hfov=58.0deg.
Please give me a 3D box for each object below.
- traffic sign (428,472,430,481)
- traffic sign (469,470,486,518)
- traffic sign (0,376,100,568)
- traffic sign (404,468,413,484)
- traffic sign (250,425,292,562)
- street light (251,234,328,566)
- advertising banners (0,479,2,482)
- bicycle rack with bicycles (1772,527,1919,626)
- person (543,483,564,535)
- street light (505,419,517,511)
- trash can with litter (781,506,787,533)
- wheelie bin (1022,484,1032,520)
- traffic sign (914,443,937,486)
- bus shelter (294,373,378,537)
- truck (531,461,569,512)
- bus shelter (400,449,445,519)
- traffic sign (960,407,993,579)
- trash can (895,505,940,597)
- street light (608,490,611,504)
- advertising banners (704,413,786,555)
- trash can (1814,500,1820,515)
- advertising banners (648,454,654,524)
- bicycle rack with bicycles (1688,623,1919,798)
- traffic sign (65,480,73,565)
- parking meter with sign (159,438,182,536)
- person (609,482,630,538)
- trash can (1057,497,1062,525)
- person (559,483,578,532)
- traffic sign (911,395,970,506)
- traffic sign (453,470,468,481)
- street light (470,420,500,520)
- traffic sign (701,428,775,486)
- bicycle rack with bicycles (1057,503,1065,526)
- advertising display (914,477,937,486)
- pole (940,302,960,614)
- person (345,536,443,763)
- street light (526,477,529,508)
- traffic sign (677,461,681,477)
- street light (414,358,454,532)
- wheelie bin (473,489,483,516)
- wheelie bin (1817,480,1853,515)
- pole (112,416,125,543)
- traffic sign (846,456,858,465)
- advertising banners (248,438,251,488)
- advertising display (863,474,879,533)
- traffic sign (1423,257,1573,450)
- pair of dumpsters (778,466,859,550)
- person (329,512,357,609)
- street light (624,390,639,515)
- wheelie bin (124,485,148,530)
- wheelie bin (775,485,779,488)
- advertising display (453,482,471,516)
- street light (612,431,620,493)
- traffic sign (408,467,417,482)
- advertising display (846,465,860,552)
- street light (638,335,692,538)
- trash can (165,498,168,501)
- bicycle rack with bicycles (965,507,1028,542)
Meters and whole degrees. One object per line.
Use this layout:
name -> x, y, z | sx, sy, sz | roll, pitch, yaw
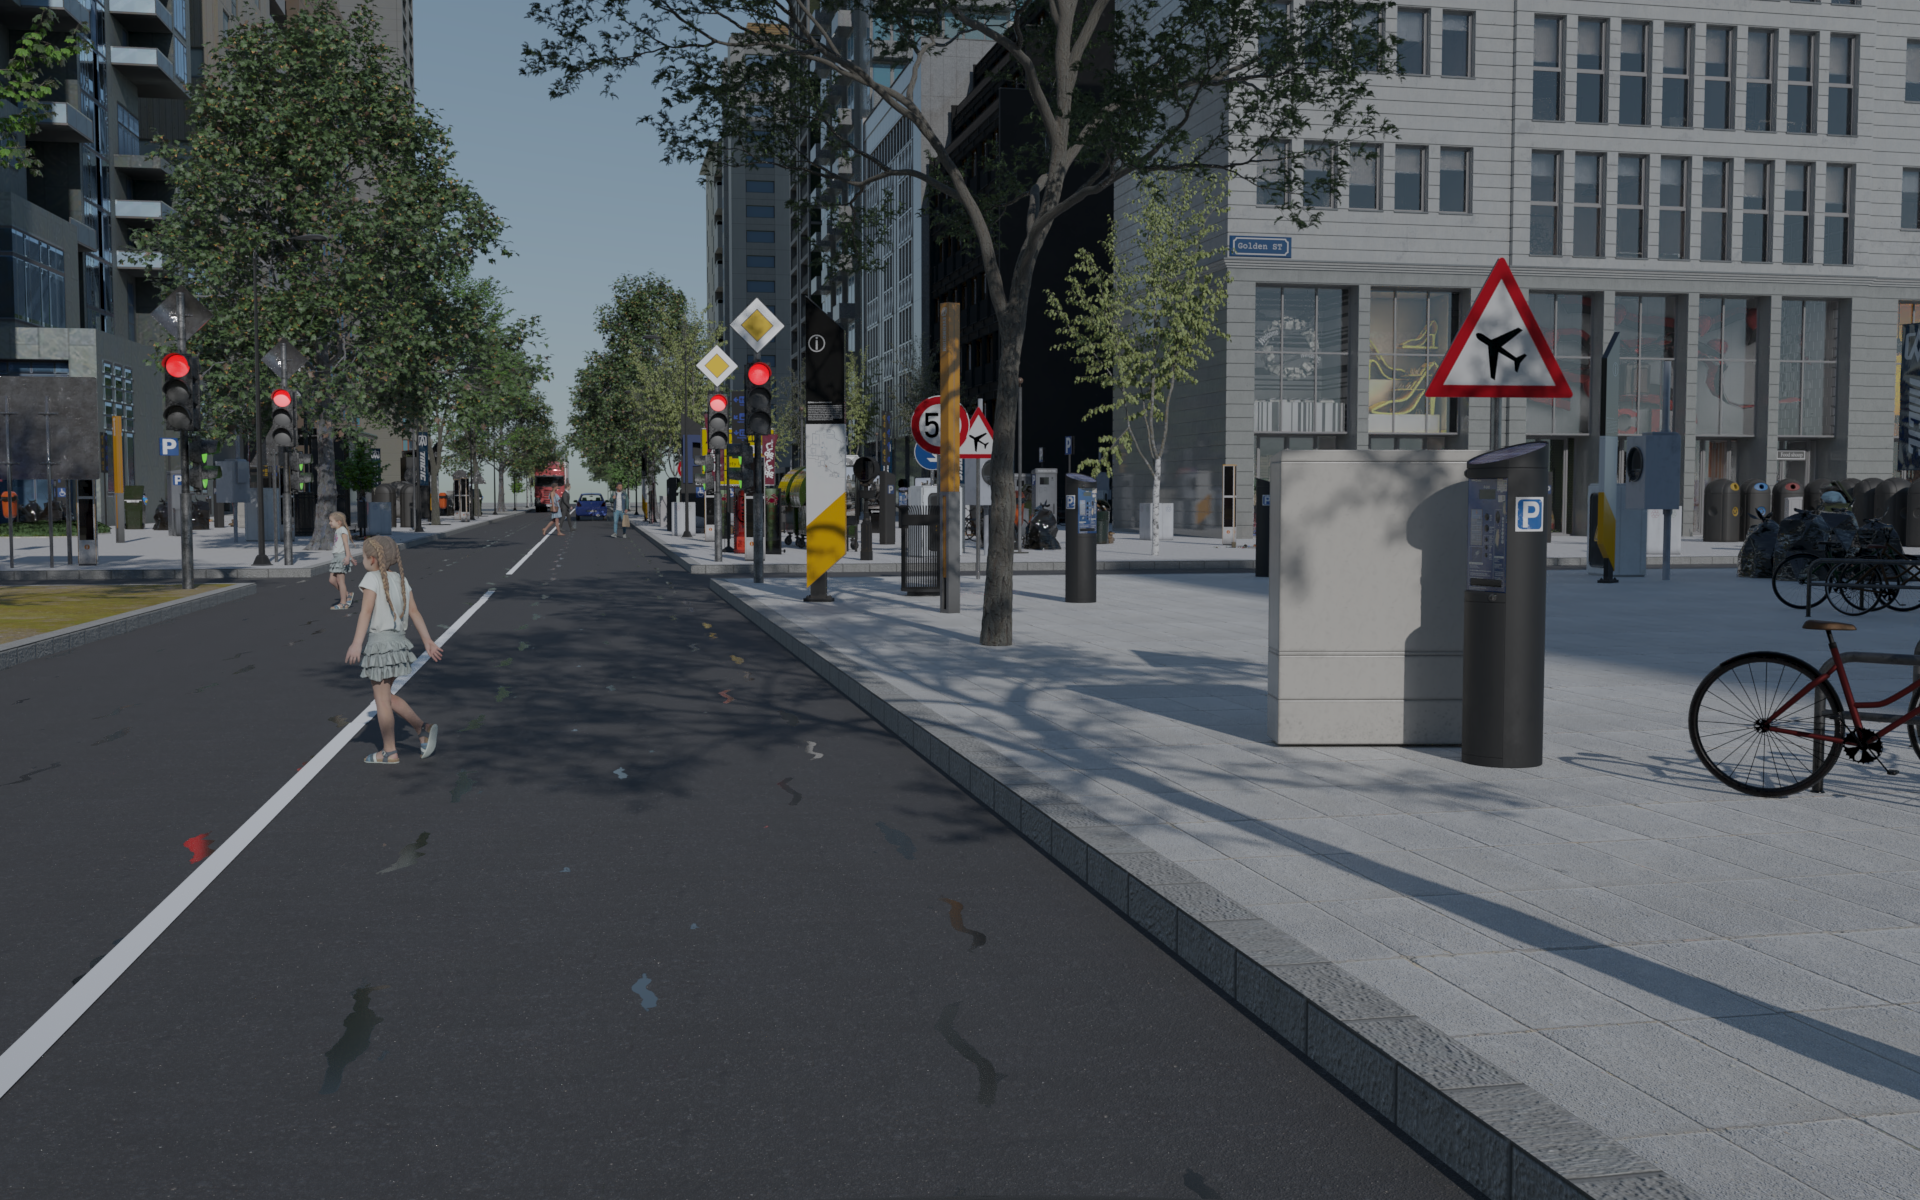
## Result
traffic sign -> -24.819, -4.830, 81.101 | 0.606, 2.300, 0.079 | -1, 4, -9
traffic sign -> -25.496, -5.602, 91.602 | 0.884, 2.594, 0.081 | -1, 4, -11
traffic sign -> -16.103, -2.207, 29.956 | 2.265, 3.308, 0.079 | -1, 4, -10
traffic sign -> -26.740, -5.167, 84.584 | 0.768, 2.556, 0.104 | 0, 4, -5
traffic sign -> -12.853, -1.987, 32.489 | 0.884, 2.594, 0.081 | 0, 4, -4
street light -> -11.999, -3.577, 31.020 | 1.470, 5.913, 1.316 | -1, 4, -12
advertising banners -> -21.358, -2.484, 36.797 | 2.074, 3.025, 0.090 | -1, 4, -17
bicycle rack with bicycles -> 10.079, -0.301, 18.297 | 2.925, 0.926, 2.852 | 3, 5, 45
person -> -13.999, -3.120, 59.614 | 0.778, 1.811, 0.616 | 0, 4, -2
street light -> -28.075, -8.194, 106.507 | 1.470, 5.913, 1.316 | -1, 4, -12
trash can with litter -> -6.352, -2.871, 58.001 | 2.233, 1.210, 1.678 | 1, 4, 10
wheelie bin -> 2.150, -2.871, 54.843 | 0.693, 1.594, 0.980 | 1, 4, 21
traffic sign -> -0.584, -2.225, 36.491 | 0.768, 2.556, 0.104 | 0, 4, -7
bus shelter -> -20.619, -4.817, 56.396 | 2.179, 5.291, 8.768 | -1, 4, -12
truck -> -33.071, -9.261, 140.336 | 2.839, 4.237, 11.283 | -1, 4, -11
bus shelter -> -27.985, -6.063, 90.418 | 1.731, 3.624, 6.357 | -1, 4, -12
traffic sign -> 0.271, -1.589, 25.980 | 0.884, 2.594, 0.081 | -1, 4, -10
trash can -> -0.445, -0.625, 21.869 | 0.748, 1.137, 0.748 | 0, 3, 0
street light -> -24.742, -9.403, 126.276 | 1.470, 5.913, 1.316 | -1, 4, -12
advertising banners -> -4.614, -2.496, 36.999 | 2.074, 3.025, 0.090 | 2, 4, 29
trash can -> 21.611, -1.920, 43.040 | 0.748, 1.137, 0.748 | 0, 3, 0
advertising banners -> -13.492, -4.868, 75.781 | 0.090, 3.025, 2.074 | 0, 4, -4
bicycle rack with bicycles -> 4.961, 0.372, 7.305 | 2.925, 0.926, 2.852 | 3, 5, 42
traffic sign -> -16.184, -1.915, 31.420 | 0.768, 2.556, 0.104 | 0, 4, -5
parking meter with sign -> -24.040, -3.475, 53.085 | 0.543, 3.016, 1.738 | -3, 4, -36
person -> -11.057, -2.936, 56.488 | 0.794, 1.824, 0.713 | 1, 4, 11
trash can -> 3.957, -3.723, 72.530 | 0.748, 1.137, 0.748 | 0, 3, 0
person -> -15.039, -3.553, 66.372 | 0.755, 1.850, 0.659 | -1, 4, -12
traffic sign -> -0.260, -1.368, 22.470 | 0.768, 2.556, 0.104 | 0, 4, -5
traffic sign -> -26.268, -5.561, 91.026 | 0.768, 2.556, 0.104 | 0, 4, -8
street light -> -23.472, -6.887, 85.139 | 1.470, 5.913, 1.316 | -1, 4, -12
traffic sign -> -6.818, -3.632, 53.256 | 2.265, 3.308, 0.079 | 0, 4, -7
bicycle rack with bicycles -> 3.830, -3.406, 69.077 | 2.925, 0.926, 2.852 | -1, 4, -18
advertising display -> -1.288, -3.639, 64.710 | 0.974, 1.923, 0.123 | 3, 4, 36
pole -> -0.107, -1.513, 18.586 | 0.158, 3.312, 0.155 | 0, 3, 0
person -> -3.018, 0.266, 9.167 | 0.382, 1.210, 0.505 | 1, 4, 17
street light -> -33.834, -9.855, 133.664 | 1.470, 5.913, 1.316 | -1, 4, -12
traffic sign -> -9.681, -3.771, 61.770 | 0.768, 2.556, 0.104 | 0, 4, -5
street light -> -17.729, -5.252, 58.419 | 1.470, 5.913, 1.316 | -1, 4, -12
wheelie bin -> -29.001, -5.847, 103.504 | 0.980, 1.594, 0.693 | -3, 5, -42
wheelie bin -> 20.113, -1.953, 39.835 | 0.693, 1.594, 0.980 | 1, 4, 14
pole -> -22.050, -3.152, 45.385 | 0.158, 3.312, 0.155 | 0, 3, 0
traffic sign -> -2.983, -2.662, 45.650 | 0.606, 2.300, 0.079 | 0, 4, -3
advertising banners -> -21.132, -3.393, 51.661 | 0.090, 3.025, 2.074 | -1, 4, -18
advertising display -> -2.757, -3.152, 56.751 | 0.974, 1.923, 0.123 | 3, 4, 36
traffic sign -> 2.970, -0.589, 9.627 | 0.884, 2.594, 0.081 | -1, 4, -11
pair of dumpsters -> -3.362, -2.387, 41.525 | 1.574, 2.255, 4.437 | -1, 4, -12
person -> -7.648, -0.493, 21.572 | 0.382, 1.210, 0.505 | -2, 4, -35
street light -> -14.347, -6.442, 77.875 | 1.470, 5.913, 1.316 | -1, 4, -12
wheelie bin -> -29.956, -3.359, 62.834 | 0.980, 1.594, 0.693 | -1, 4, -13
wheelie bin -> -6.542, -3.379, 63.155 | 0.693, 1.594, 0.980 | -3, 4, -39
advertising display -> -26.461, -5.318, 92.162 | 0.974, 1.923, 0.123 | -2, 4, -32
street light -> -20.232, -8.114, 105.208 | 1.470, 5.913, 1.316 | -1, 4, -12
traffic sign -> -24.723, -4.834, 79.043 | 0.884, 2.594, 0.081 | 0, 4, -7
advertising display -> -2.658, -2.044, 38.634 | 0.974, 1.923, 0.123 | 2, 4, 35
street light -> -8.588, -4.789, 50.848 | 1.470, 5.913, 1.316 | -1, 4, -12
trash can -> -25.517, -2.745, 56.539 | 0.748, 1.137, 0.748 | 0, 3, 0
bicycle rack with bicycles -> 0.170, -2.080, 47.395 | 2.925, 0.926, 2.852 | 1, 4, 23
